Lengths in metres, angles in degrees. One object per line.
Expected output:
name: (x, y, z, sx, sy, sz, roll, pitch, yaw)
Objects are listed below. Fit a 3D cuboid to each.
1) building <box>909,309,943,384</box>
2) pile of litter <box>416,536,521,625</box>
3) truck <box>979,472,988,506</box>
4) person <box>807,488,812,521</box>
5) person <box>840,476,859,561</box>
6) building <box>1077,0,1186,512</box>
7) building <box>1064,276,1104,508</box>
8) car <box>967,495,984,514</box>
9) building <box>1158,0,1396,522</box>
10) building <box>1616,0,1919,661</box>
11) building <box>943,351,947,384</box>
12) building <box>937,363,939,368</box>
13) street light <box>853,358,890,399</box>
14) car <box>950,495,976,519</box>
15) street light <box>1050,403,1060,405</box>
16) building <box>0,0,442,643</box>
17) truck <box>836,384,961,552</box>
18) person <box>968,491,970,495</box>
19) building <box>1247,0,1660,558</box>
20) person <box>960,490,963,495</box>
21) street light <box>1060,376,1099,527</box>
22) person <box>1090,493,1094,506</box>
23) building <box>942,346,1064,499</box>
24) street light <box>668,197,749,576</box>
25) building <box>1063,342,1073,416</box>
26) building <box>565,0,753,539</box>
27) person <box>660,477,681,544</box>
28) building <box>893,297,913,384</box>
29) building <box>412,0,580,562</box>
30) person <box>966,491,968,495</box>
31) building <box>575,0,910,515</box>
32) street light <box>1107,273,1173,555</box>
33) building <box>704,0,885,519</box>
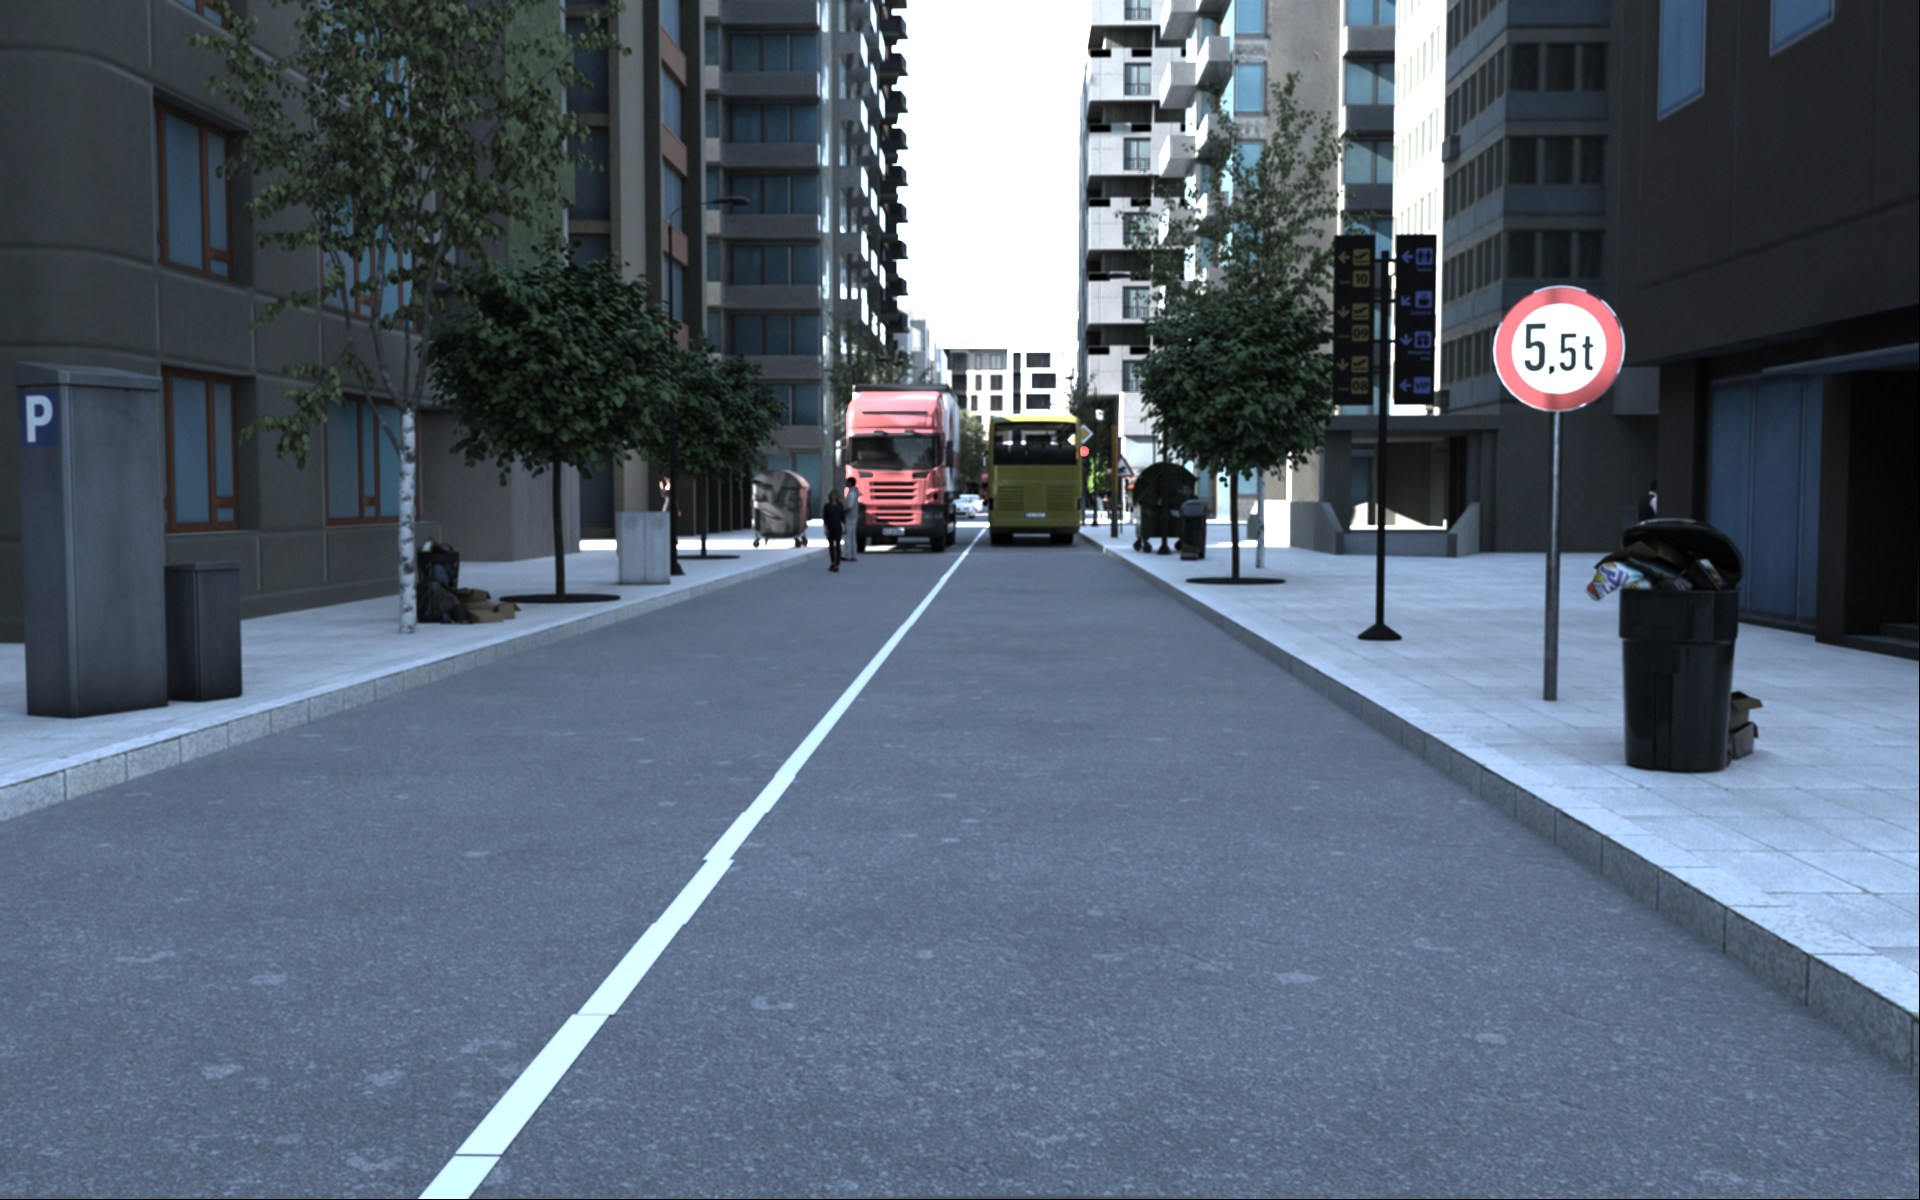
building: (-11.118, -19.257, 181.304, 16.747, 18.905, 31.486, 0, 4, 2)
pile of litter: (-5.118, -0.237, 17.845, 1.176, 0.858, 1.719, 0, 4, -2)
truck: (4.030, -14.071, 218.978, 2.839, 4.237, 11.283, 0, 4, 3)
person: (-7.420, -4.696, 83.276, 0.568, 1.767, 0.683, 1, 4, 19)
person: (-2.390, -1.728, 36.902, 0.789, 1.805, 0.875, 0, 4, 8)
building: (23.245, -33.527, 137.400, 28.713, 52.752, 27.495, 0, 4, 2)
building: (25.403, -20.370, 177.020, 27.936, 21.610, 32.646, 0, 4, 2)
car: (0.762, -7.096, 128.381, 2.083, 1.381, 4.827, 0, 4, 1)
building: (25.467, -28.626, 87.642, 30.456, 49.044, 23.786, 0, 4, 2)
building: (14.034, -22.069, 10.933, 14.600, 45.320, 14.200, 0, 4, 2)
building: (-17.687, -21.476, 217.586, 31.486, 18.905, 16.747, 0, 4, 2)
building: (-10.392, -21.199, 203.022, 16.016, 20.091, 11.380, 0, 4, 2)
street light: (-3.084, -5.301, 59.207, 1.470, 5.913, 1.316, 0, 4, 2)
car: (-0.083, -5.504, 102.345, 2.083, 1.381, 4.827, 0, 4, 3)
street light: (5.299, -7.088, 88.426, 1.470, 5.913, 1.316, 0, 4, 2)
building: (-21.375, -10.038, 9.154, 27.650, 21.520, 28.899, 0, 4, 2)
truck: (-1.416, -3.513, 46.357, 2.839, 4.237, 11.283, 0, 4, 2)
person: (1.021, -13.138, 221.301, 0.568, 1.767, 0.683, -2, 4, -29)
building: (24.238, -21.399, 41.762, 32.217, 40.220, 23.993, 0, 4, 2)
person: (0.243, -10.708, 181.942, 0.721, 1.723, 1.217, 1, 4, 14)
street light: (4.803, -5.867, 68.462, 1.470, 5.913, 1.316, 0, 4, 2)
person: (12.259, -9.416, 160.439, 0.568, 1.767, 0.683, -3, 5, -42)
building: (4.828, -24.984, 252.464, 32.646, 21.610, 27.936, 0, 4, 2)
street light: (-3.995, -3.345, 27.234, 1.470, 5.913, 1.316, 0, 4, 2)
building: (21.237, -20.966, 209.252, 16.747, 18.905, 31.486, 0, 4, 2)
building: (-21.332, -24.504, 55.261, 28.867, 44.769, 22.147, 0, 4, 2)
person: (-7.325, -2.257, 43.747, 0.445, 1.727, 0.742, 0, 4, 1)
building: (-12.296, -18.514, 159.125, 16.016, 20.091, 11.380, 0, 4, 2)
building: (-15.549, -21.192, 30.092, 14.154, 41.232, 14.086, 0, 4, 2)
person: (0.841, -11.659, 198.130, 0.415, 1.643, 0.593, 0, 3, 0)
building: (-15.500, -29.510, 137.112, 22.147, 44.769, 28.867, 0, 4, 2)
street light: (3.784, -3.911, 36.492, 1.470, 5.913, 1.316, 0, 4, 2)
building: (-16.032, -29.344, 99.389, 23.786, 49.044, 30.456, 0, 4, 2)
